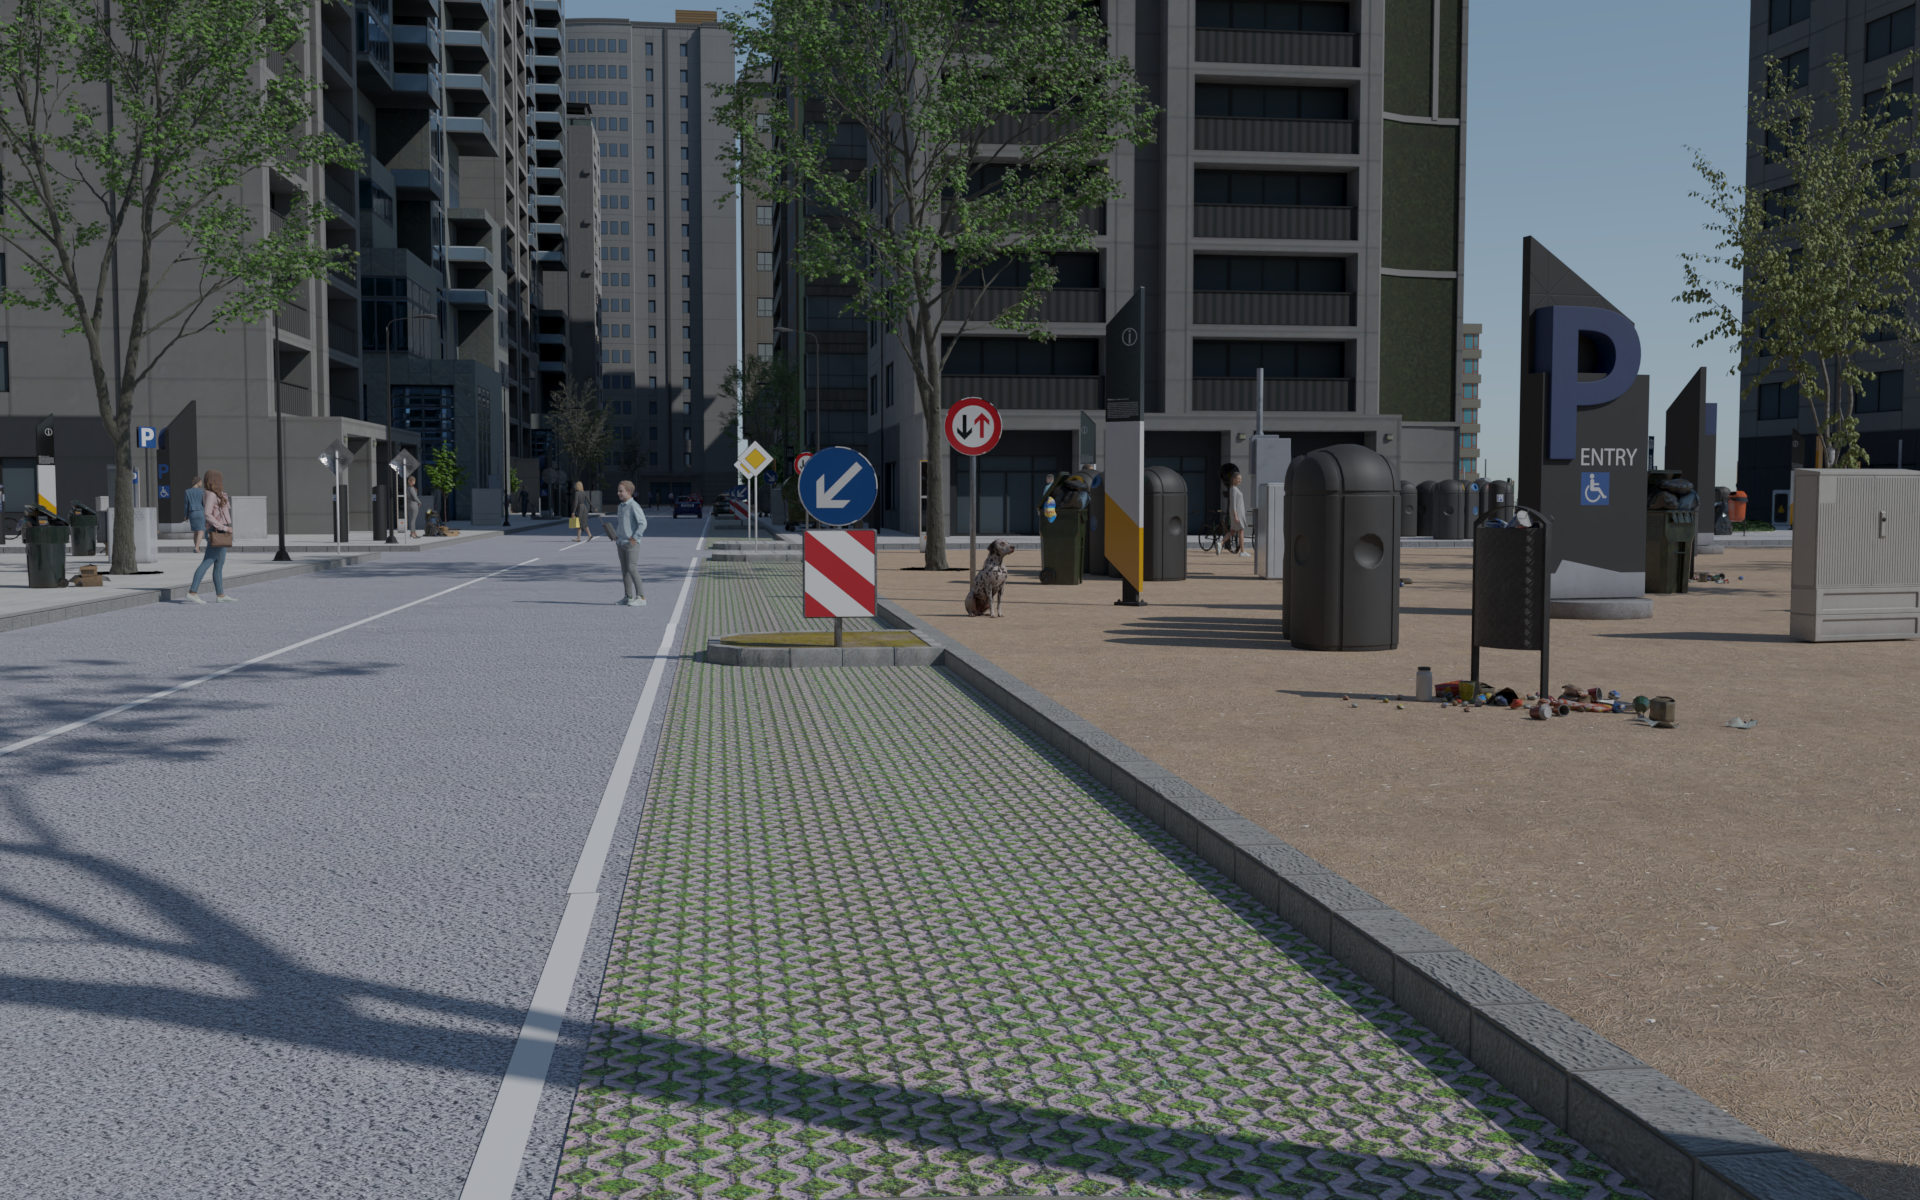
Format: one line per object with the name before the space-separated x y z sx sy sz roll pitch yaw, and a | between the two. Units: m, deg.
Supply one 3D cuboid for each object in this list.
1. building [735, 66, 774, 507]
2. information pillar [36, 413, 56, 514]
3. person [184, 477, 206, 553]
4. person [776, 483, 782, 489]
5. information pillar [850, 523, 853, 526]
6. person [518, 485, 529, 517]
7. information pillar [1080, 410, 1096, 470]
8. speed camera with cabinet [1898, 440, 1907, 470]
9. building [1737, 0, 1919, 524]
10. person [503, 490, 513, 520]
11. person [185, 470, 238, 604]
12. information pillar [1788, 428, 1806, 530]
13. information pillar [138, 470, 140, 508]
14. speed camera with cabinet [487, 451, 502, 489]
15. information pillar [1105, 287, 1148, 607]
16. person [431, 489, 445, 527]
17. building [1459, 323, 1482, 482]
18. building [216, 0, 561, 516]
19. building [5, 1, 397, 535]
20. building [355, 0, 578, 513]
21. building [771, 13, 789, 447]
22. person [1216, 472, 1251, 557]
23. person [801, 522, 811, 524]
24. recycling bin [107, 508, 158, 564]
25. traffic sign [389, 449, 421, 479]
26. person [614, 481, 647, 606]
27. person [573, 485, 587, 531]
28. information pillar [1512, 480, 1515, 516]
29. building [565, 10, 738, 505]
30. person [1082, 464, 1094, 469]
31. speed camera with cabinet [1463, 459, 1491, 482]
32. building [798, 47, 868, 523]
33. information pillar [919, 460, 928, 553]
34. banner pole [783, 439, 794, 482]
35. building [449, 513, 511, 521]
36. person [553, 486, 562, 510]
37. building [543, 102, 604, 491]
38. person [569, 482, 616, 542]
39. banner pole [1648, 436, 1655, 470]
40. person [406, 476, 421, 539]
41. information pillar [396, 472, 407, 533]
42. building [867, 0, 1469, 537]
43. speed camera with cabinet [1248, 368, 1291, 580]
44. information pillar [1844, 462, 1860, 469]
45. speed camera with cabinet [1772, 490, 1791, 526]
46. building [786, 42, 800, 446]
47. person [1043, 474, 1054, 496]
building | -14.654 -38.630 220.843 27.495 52.752 28.713 0 4 -8
information pillar | -26.287 -3.578 49.849 0.183 3.616 0.504 3 4 37
person | -17.181 -1.860 38.938 0.581 1.822 0.654 0 4 5
person | -8.688 -4.667 82.525 0.537 1.800 0.526 -1 4 -17
information pillar | -4.324 -4.033 70.435 0.304 2.012 0.304 0 4 -3
person | -24.195 -5.477 96.011 0.534 1.772 0.576 1 4 22
information pillar | 3.548 -3.474 48.154 0.504 3.616 0.183 3 5 40
speed camera with cabinet | 33.568 -4.212 63.200 2.038 3.252 0.660 1 4 14
building | 45.522 -38.338 65.085 20.611 71.187 20.563 0 4 -8
person | -22.838 -4.813 87.329 0.503 1.515 0.523 1 4 19
person | -9.849 -0.835 22.738 0.643 1.750 0.593 -2 4 -25
information pillar | 29.583 -4.271 61.186 0.183 3.616 0.504 -2 4 -31
information pillar | -24.660 -2.881 51.603 0.304 2.012 0.304 1 4 18
speed camera with cabinet | -21.679 -5.274 80.567 0.660 3.252 2.038 -1 4 -16
information pillar | 1.895 -1.742 19.832 0.504 3.616 0.183 3 4 38
person | -19.686 -3.596 64.936 0.767 1.812 0.694 -2 4 -32
building | 36.641 -20.941 187.427 28.899 21.520 27.650 0 4 -8
building | -40.236 -42.045 125.684 20.563 71.187 20.611 0 4 -8
building | -31.082 -38.123 61.568 20.563 71.187 20.611 0 4 -8
building | -44.756 -51.249 150.592 22.319 86.520 31.000 0 4 -8
building | -5.641 -32.444 154.153 21.300 48.544 21.600 0 4 -8
person | 5.621 -1.755 35.491 0.760 1.731 0.466 -1 4 -23
person | -6.628 -4.118 73.554 0.590 1.801 0.661 1 4 10
recycling bin | -15.386 -1.202 32.208 0.722 1.027 0.722 -1 4 -14
traffic sign | -14.253 -2.584 44.445 0.795 2.593 0.064 0 4 -8
person | -4.283 -0.736 22.338 0.330 1.601 0.589 -2 4 -35
person | -14.641 -3.556 66.733 0.616 1.811 0.778 -2 4 -28
information pillar | 29.137 -5.333 91.683 0.304 2.012 0.304 -3 5 -45
building | -41.821 -41.091 213.840 28.212 58.520 21.231 0 4 -8
person | 2.336 -1.458 30.066 0.592 1.802 0.473 -2 4 -31
speed camera with cabinet | 29.082 -6.347 98.106 0.660 3.252 2.038 -2 4 -33
building | -0.855 -24.459 83.505 14.154 41.232 14.086 0 4 -8
information pillar | -0.726 -2.029 37.674 0.304 2.012 0.304 0 4 0
banner pole | -7.887 -5.467 79.396 0.401 3.779 0.863 3 4 39
building | -36.415 -47.814 94.426 22.319 86.520 31.000 0 4 -8
person | -27.005 -6.727 116.248 1.509 1.804 0.699 3 4 39
building | -45.022 -30.512 182.462 14.086 41.232 14.154 0 4 -8
person | -11.041 -2.655 52.128 1.509 1.804 0.699 -2 4 -27
banner pole | 26.025 -4.615 65.468 0.863 3.779 0.401 -3 5 -42
person | -15.681 -2.665 49.892 0.520 1.790 0.573 3 4 37
information pillar | -18.435 -3.224 57.197 0.304 2.012 0.304 -1 4 -15
building | 7.694 -38.076 60.801 20.611 71.187 20.563 0 4 -8
speed camera with cabinet | 4.872 -1.975 26.625 0.660 3.252 2.038 0 4 2
information pillar | 20.268 -2.135 39.403 0.304 2.012 0.304 2 4 25
speed camera with cabinet | 33.729 -4.608 69.669 0.660 3.252 2.038 -2 4 -24
building | -6.319 -29.715 135.946 14.600 45.320 14.200 0 4 -8
person | 2.609 -2.642 49.099 0.638 1.841 0.748 0 4 -8
